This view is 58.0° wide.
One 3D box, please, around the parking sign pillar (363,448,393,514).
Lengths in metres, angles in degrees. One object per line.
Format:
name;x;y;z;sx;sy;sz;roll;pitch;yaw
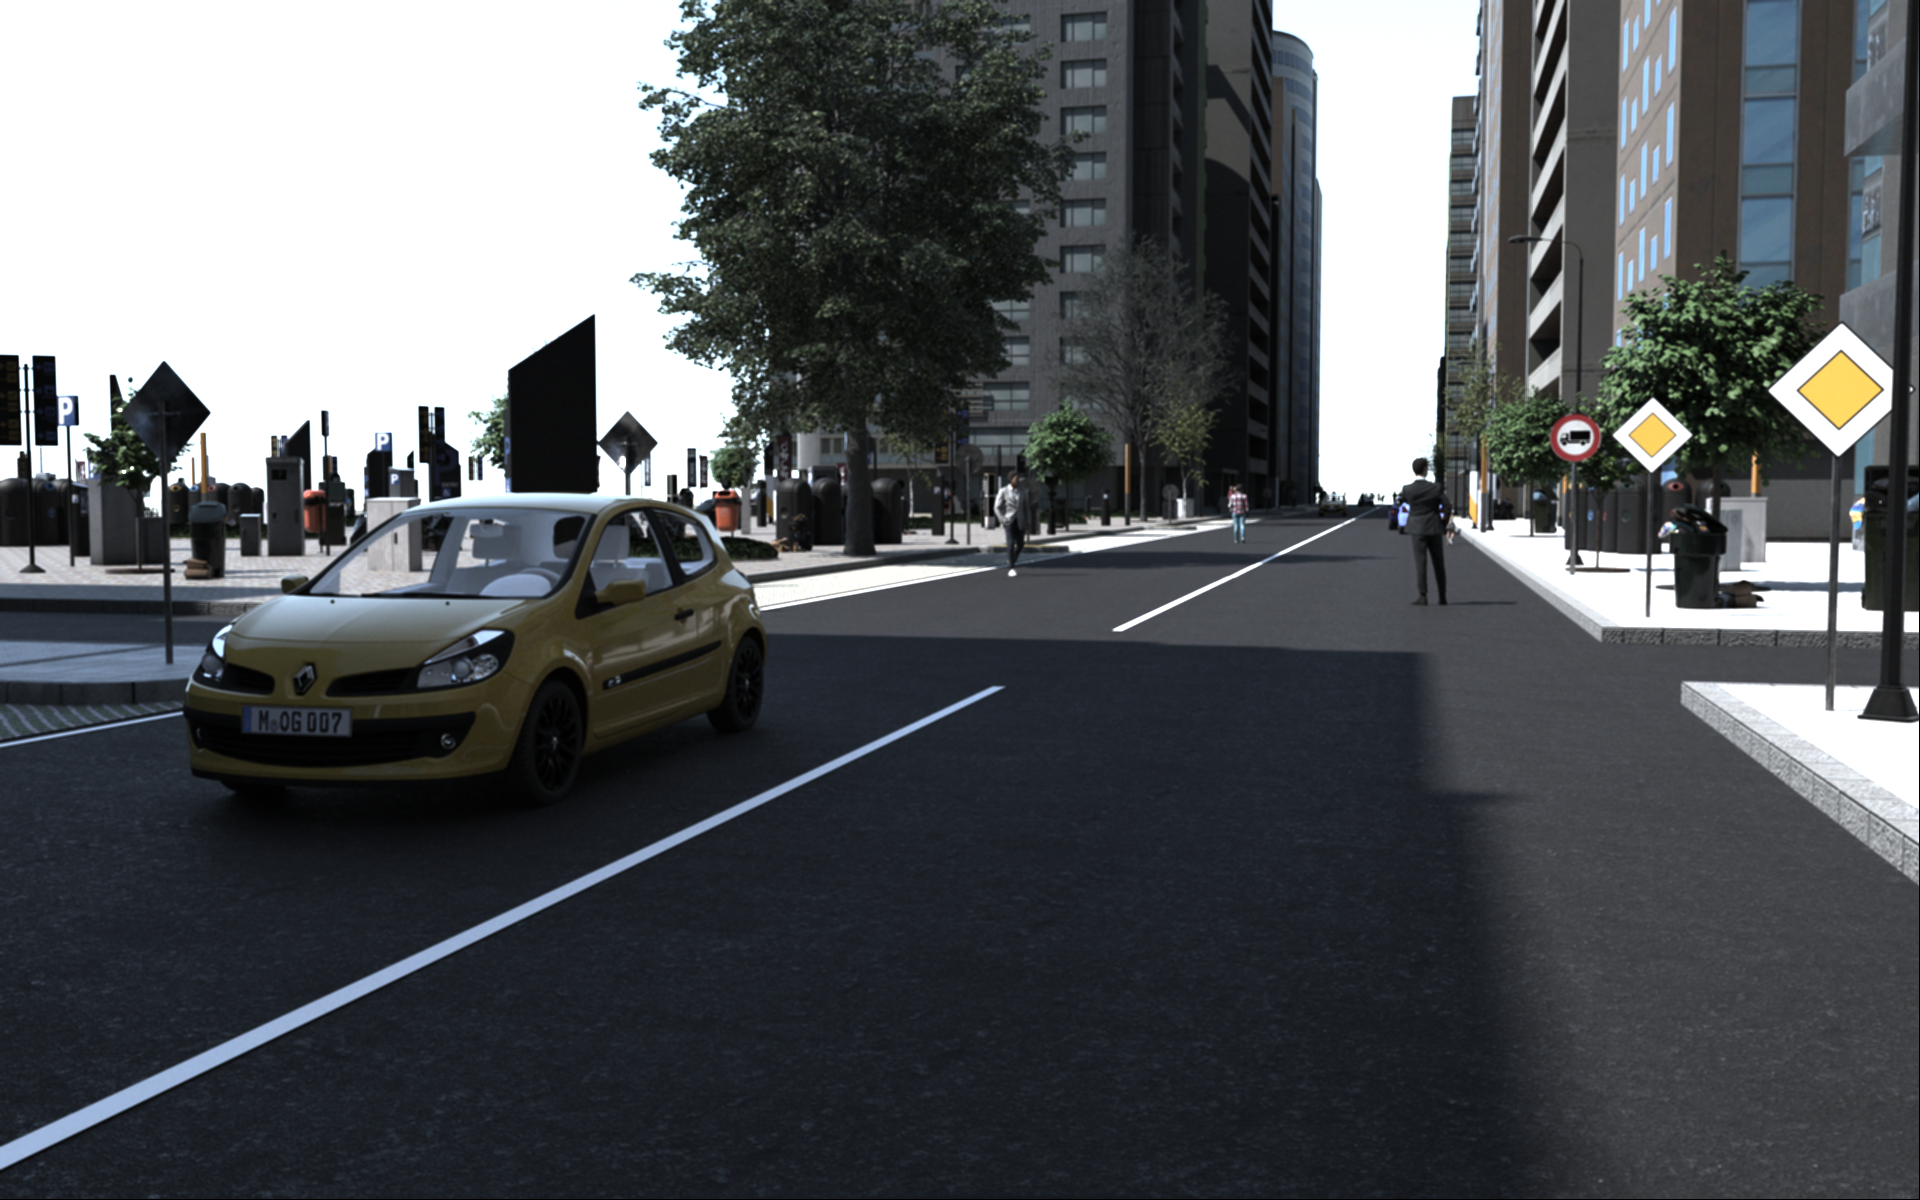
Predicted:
parking sign pillar;-26.576;-5.547;79.160;1.447;3.967;1.447;3;4;37

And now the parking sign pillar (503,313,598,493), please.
parking sign pillar;-6.083;-2.280;25.750;1.447;3.967;1.447;-2;4;-28

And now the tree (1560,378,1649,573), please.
tree;10.706;-2.081;28.618;1.663;3.219;1.824;0;3;0

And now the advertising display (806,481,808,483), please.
advertising display;-7.215;-4.948;86.117;0.974;1.923;0.123;0;4;2

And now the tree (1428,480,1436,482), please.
tree;57.940;-13.344;212.768;1.663;3.219;1.824;0;3;0

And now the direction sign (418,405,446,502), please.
direction sign;-13.576;-3.217;44.593;0.379;3.537;0.876;2;4;31

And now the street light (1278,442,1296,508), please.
street light;29.054;-11.127;154.474;1.470;5.913;1.316;1;4;14

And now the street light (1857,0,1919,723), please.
street light;4.788;-2.282;9.847;1.470;5.913;1.316;1;4;14

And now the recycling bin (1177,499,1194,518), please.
recycling bin;12.159;-4.954;93.544;0.722;1.027;0.722;-1;4;-19

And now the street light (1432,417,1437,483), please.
street light;29.302;-8.050;104.165;1.470;5.913;1.316;1;4;14

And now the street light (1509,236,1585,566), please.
street light;10.557;-3.586;31.177;1.470;5.913;1.316;1;4;14

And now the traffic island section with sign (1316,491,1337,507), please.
traffic island section with sign;41.655;-11.563;197.688;1.989;1.847;2.006;1;4;14

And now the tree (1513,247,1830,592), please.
tree;10.110;-2.411;23.133;4.285;4.588;4.351;0;3;0

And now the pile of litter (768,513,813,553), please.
pile of litter;-3.867;-1.515;38.728;1.176;0.858;1.719;1;4;22

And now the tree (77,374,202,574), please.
tree;-13.510;-2.053;28.167;1.663;3.219;1.824;0;3;0

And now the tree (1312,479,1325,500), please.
tree;46.479;-14.071;224.665;1.663;3.219;1.824;0;3;0

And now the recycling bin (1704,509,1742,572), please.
recycling bin;12.466;-0.994;28.800;0.722;1.027;0.722;-1;4;-21

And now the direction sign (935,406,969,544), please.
direction sign;-0.205;-3.209;44.456;0.876;3.537;0.379;0;3;0

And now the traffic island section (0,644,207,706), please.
traffic island section;-6.012;0.560;13.129;2.009;0.180;2.903;1;4;14

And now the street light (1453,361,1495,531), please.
street light;18.039;-5.386;60.602;1.470;5.913;1.316;1;4;14

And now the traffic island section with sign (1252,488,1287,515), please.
traffic island section with sign;20.784;-6.622;116.899;1.989;1.847;2.006;1;4;14

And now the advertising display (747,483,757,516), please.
advertising display;-12.016;-5.860;101.021;0.974;1.923;0.123;1;4;21

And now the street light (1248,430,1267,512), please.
street light;21.391;-9.326;125.024;1.470;5.913;1.316;1;4;14

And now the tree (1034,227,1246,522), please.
tree;8.403;-10.351;79.614;12.009;13.543;11.850;0;3;0

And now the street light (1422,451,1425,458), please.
street light;44.894;-11.740;164.491;1.470;5.913;1.316;1;4;14

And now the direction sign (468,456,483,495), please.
direction sign;-28.721;-6.774;102.759;0.876;3.537;0.379;0;4;-2

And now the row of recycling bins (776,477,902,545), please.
row of recycling bins;-3.004;-2.252;43.926;3.534;1.692;1.069;-2;4;-35

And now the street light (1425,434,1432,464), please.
street light;37.004;-9.896;134.343;1.470;5.913;1.316;1;4;14

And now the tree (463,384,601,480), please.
tree;-10.549;-3.650;43.393;4.285;4.588;4.351;0;3;0

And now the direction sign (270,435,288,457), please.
direction sign;-26.054;-4.549;66.376;0.876;3.537;0.379;2;4;26

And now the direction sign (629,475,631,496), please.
direction sign;-12.185;-4.403;63.986;0.379;3.537;0.876;0;3;0

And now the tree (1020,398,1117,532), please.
tree;3.570;-4.599;58.911;4.285;4.588;4.351;0;3;0

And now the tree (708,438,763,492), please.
tree;-12.754;-6.989;97.988;4.285;4.588;4.351;0;3;0

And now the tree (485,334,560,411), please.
tree;-19.108;-7.859;78.855;4.360;8.622;3.978;0;3;0

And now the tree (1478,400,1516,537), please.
tree;17.174;-4.156;51.668;4.285;4.588;4.351;0;3;0

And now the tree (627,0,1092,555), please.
tree;-2.145;-7.915;36.068;9.857;13.997;8.962;0;3;0

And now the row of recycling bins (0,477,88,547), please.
row of recycling bins;-22.937;-2.240;43.738;1.069;1.692;3.534;1;4;12

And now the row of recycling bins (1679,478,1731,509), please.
row of recycling bins;18.145;-2.327;45.155;3.534;1.692;1.069;1;4;14

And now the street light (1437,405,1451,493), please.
street light;25.838;-7.218;90.550;1.470;5.913;1.316;1;4;14

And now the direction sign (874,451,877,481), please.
direction sign;-4.477;-6.086;91.509;0.379;3.537;0.876;0;4;5

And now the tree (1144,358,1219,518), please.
tree;11.892;-8.665;92.032;4.737;8.622;4.395;0;3;0

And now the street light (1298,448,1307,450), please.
street light;34.489;-12.429;175.751;1.470;5.913;1.316;1;4;14

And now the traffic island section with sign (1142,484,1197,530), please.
traffic island section with sign;8.363;-3.680;68.799;1.989;1.847;2.006;1;4;14

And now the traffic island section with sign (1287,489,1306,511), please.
traffic island section with sign;27.527;-8.219;143.000;1.989;1.847;2.006;1;4;14

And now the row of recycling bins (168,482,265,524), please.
row of recycling bins;-25.978;-3.235;60.001;3.534;1.692;1.069;1;4;20

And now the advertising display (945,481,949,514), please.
advertising display;-0.912;-4.718;82.347;0.123;1.923;0.974;3;5;43

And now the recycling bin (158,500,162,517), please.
recycling bin;-35.797;-4.029;78.420;0.722;1.027;0.722;-3;5;-43

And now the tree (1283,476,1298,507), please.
tree;31.911;-10.658;168.867;1.663;3.219;1.824;0;3;0

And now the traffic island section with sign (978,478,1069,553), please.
traffic island section with sign;1.629;-2.084;42.695;1.989;1.847;2.006;1;4;14

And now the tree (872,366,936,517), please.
tree;-2.667;-8.784;93.976;4.737;8.622;4.395;0;3;0

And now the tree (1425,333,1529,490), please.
tree;23.832;-7.849;78.698;4.737;8.622;4.395;0;3;0

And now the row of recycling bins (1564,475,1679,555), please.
row of recycling bins;14.439;-1.907;38.286;1.069;1.692;3.534;0;4;-4

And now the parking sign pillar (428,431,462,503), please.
parking sign pillar;-21.683;-5.163;72.891;1.447;3.967;1.447;-2;4;-31

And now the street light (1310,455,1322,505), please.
street light;42.287;-14.262;205.732;1.470;5.913;1.316;1;4;14

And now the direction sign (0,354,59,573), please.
direction sign;-15.166;-2.215;28.216;0.876;3.537;0.379;-1;4;-20

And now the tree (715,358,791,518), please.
tree;-11.152;-8.675;92.203;4.737;8.622;4.395;0;3;0

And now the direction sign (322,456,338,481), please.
direction sign;-37.335;-6.772;102.723;0.876;3.537;0.379;-2;4;-27

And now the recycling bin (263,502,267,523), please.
recycling bin;-21.279;-2.548;54.218;0.722;1.027;0.722;2;4;30

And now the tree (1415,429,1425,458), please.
tree;47.427;-13.573;172.287;4.737;8.622;4.395;0;3;0

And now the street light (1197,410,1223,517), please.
street light;13.807;-7.528;95.625;1.470;5.913;1.316;1;4;14
